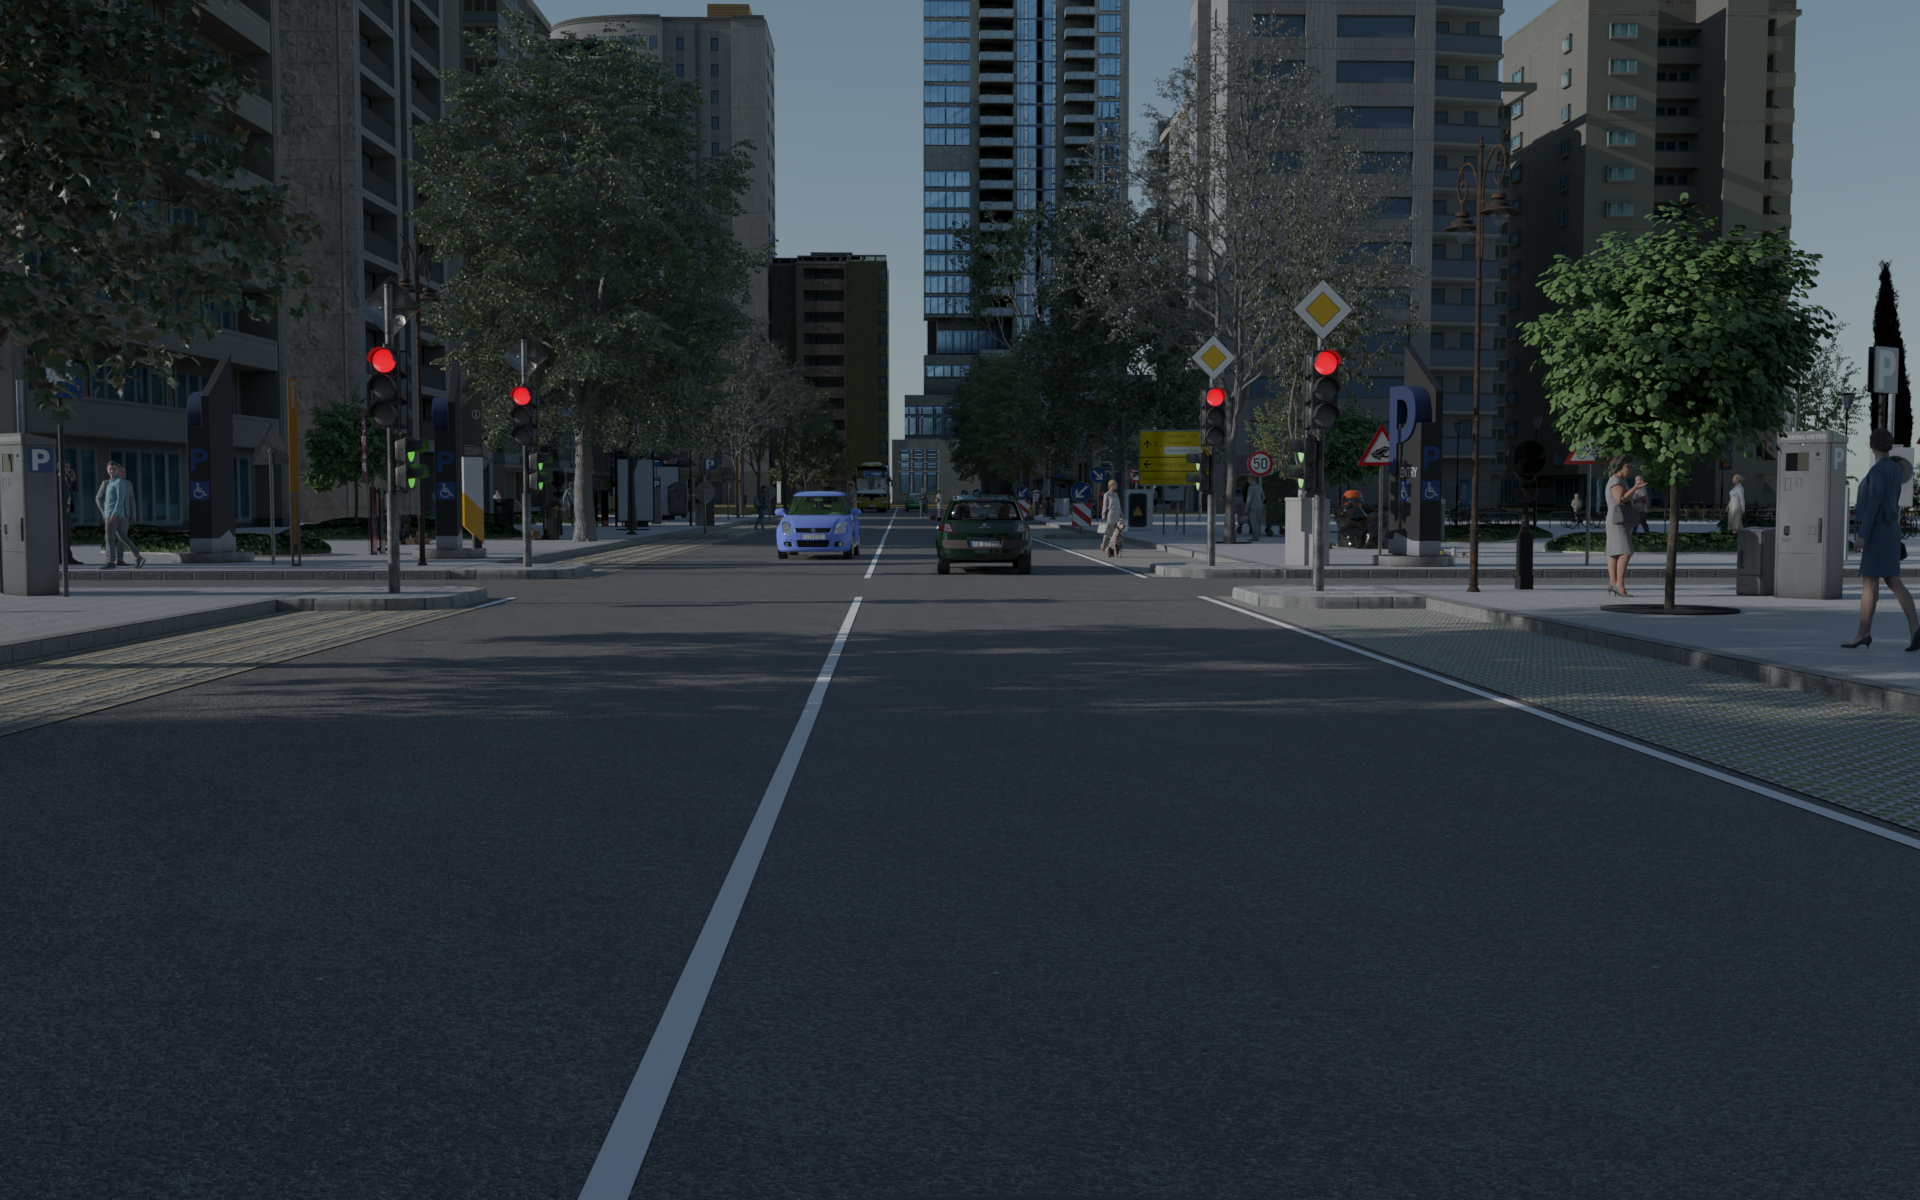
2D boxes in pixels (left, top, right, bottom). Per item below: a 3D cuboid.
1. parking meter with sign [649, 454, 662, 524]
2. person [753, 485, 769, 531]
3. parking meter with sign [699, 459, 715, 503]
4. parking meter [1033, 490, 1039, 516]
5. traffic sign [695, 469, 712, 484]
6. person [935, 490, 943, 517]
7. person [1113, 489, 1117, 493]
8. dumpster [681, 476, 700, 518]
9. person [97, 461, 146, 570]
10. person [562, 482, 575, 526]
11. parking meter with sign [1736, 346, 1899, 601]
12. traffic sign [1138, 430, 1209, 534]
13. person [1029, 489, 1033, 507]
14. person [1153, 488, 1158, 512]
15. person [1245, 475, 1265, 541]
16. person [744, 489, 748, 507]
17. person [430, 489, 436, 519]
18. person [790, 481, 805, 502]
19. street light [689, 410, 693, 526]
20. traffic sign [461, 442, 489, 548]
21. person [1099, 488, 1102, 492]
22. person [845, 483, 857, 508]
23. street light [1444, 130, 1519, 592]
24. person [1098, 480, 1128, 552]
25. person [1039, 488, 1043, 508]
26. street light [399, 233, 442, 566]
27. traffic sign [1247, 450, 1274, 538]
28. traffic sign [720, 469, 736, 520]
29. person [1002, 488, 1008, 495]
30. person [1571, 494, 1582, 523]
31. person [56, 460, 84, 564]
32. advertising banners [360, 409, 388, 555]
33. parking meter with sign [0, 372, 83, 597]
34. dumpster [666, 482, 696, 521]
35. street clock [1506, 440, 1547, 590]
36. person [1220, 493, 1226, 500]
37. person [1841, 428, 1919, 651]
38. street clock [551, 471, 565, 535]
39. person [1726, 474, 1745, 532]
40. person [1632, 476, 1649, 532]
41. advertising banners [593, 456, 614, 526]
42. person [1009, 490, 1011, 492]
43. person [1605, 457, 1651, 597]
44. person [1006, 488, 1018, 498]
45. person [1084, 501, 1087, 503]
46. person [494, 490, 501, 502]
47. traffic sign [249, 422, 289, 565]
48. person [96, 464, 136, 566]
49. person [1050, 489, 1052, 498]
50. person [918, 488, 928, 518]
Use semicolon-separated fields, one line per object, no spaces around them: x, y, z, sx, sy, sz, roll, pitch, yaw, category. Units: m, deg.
-13.043;-4.773;74.297;0.543;3.016;1.738;-1;4;-9;parking meter with sign
-7.718;-3.585;67.457;0.721;1.781;0.623;-1;4;-22;person
-12.743;-5.533;86.732;0.543;3.016;1.738;-1;4;-23;parking meter with sign
4.455;-5.694;101.509;0.372;1.533;0.369;0;3;0;parking meter
-13.087;-5.402;88.334;0.884;2.594;0.081;0;4;5;traffic sign
-1.222;-5.720;103.020;0.522;1.701;0.512;-3;4;-36;person
10.003;-6.409;110.859;1.348;1.821;0.705;-3;5;-41;person
-14.429;-5.569;93.545;1.502;2.255;1.985;0;4;-2;dumpster
-14.267;-1.438;29.416;0.748;1.841;0.638;-1;4;-22;person
-15.868;-3.911;70.465;0.782;1.767;0.515;-3;4;-37;person
10.462;-1.530;21.277;0.543;3.016;1.738;-2;4;-35;parking meter with sign
6.783;-3.729;54.835;2.265;3.308;0.079;0;4;1;traffic sign
6.992;-9.771;166.515;1.217;1.736;0.721;-1;4;-13;person
13.805;-7.117;123.196;0.721;1.735;1.217;0;4;-6;person
8.033;-2.517;47.292;0.391;1.810;0.635;3;4;36;person
-20.624;-9.782;166.710;0.721;1.736;1.217;0;4;6;person
-20.481;-3.760;67.866;0.623;1.781;0.721;2;4;25;person
-5.097;-2.799;54.075;0.447;1.846;0.655;1;4;15;person
-10.854;-5.926;69.680;0.468;5.910;1.993;0;4;-2;street light
-11.153;-2.421;39.689;0.768;2.556;0.104;0;4;7;traffic sign
11.539;-8.204;140.692;0.721;1.766;1.217;0;4;-3;person
-3.675;-2.970;57.236;0.511;1.800;0.466;1;4;20;person
6.724;-3.041;22.501;0.468;5.910;1.993;0;4;-2;street light
3.760;-2.072;42.727;0.694;1.780;0.624;-2;4;-29;person
7.388;-9.412;159.795;0.709;1.838;0.599;3;4;36;person
-9.667;-3.559;30.970;0.468;5.910;1.993;0;4;-2;street light
8.756;-3.086;50.558;0.768;2.556;0.104;0;4;3;traffic sign
-11.561;-5.273;86.316;0.768;2.556;0.104;0;4;1;traffic sign
4.337;-9.473;160.887;1.348;1.831;0.705;3;5;40;person
26.930;-3.994;75.612;0.475;1.303;0.640;-1;4;-21;person
-16.385;-1.613;31.784;0.474;1.900;0.648;-2;4;-30;person
-12.393;-2.471;36.581;0.090;3.025;2.074;0;4;-6;advertising banners
-11.827;-1.575;22.008;1.738;3.016;0.543;3;4;36;parking meter with sign
-13.414;-4.742;83.290;1.264;1.857;1.865;0;4;-2;dumpster
7.604;-1.145;23.291;0.471;2.002;0.358;0;4;-5;street clock
16.861;-6.222;107.865;1.348;1.812;0.705;1;4;22;person
7.582;-0.497;14.191;0.581;1.822;0.654;-2;4;-23;person
-12.490;-3.014;53.854;0.471;2.002;0.358;3;5;42;street clock
20.588;-2.416;45.776;0.641;1.798;0.478;1;4;16;person
18.247;-2.460;46.662;0.834;1.777;0.661;0;4;-3;person
-14.225;-4.468;69.241;0.090;3.025;2.074;1;4;21;advertising banners
4.559;-9.126;156.718;0.415;1.643;0.593;0;4;0;person
8.329;-0.931;21.620;0.532;1.782;0.716;2;4;23;person
4.281;-8.469;144.653;1.348;1.807;0.705;2;4;24;person
11.558;-9.431;160.971;0.721;1.736;1.217;-2;4;-29;person
-26.459;-5.546;99.323;0.523;1.515;0.503;2;4;26;person
-12.447;-1.916;31.330;0.884;2.594;0.081;0;4;7;traffic sign
-15.008;-1.511;30.846;0.391;1.810;0.635;2;4;32;person
7.433;-8.386;143.830;0.721;1.739;1.217;-1;4;-16;person
-2.119;-5.680;101.542;0.661;1.801;0.590;-2;4;-28;person
